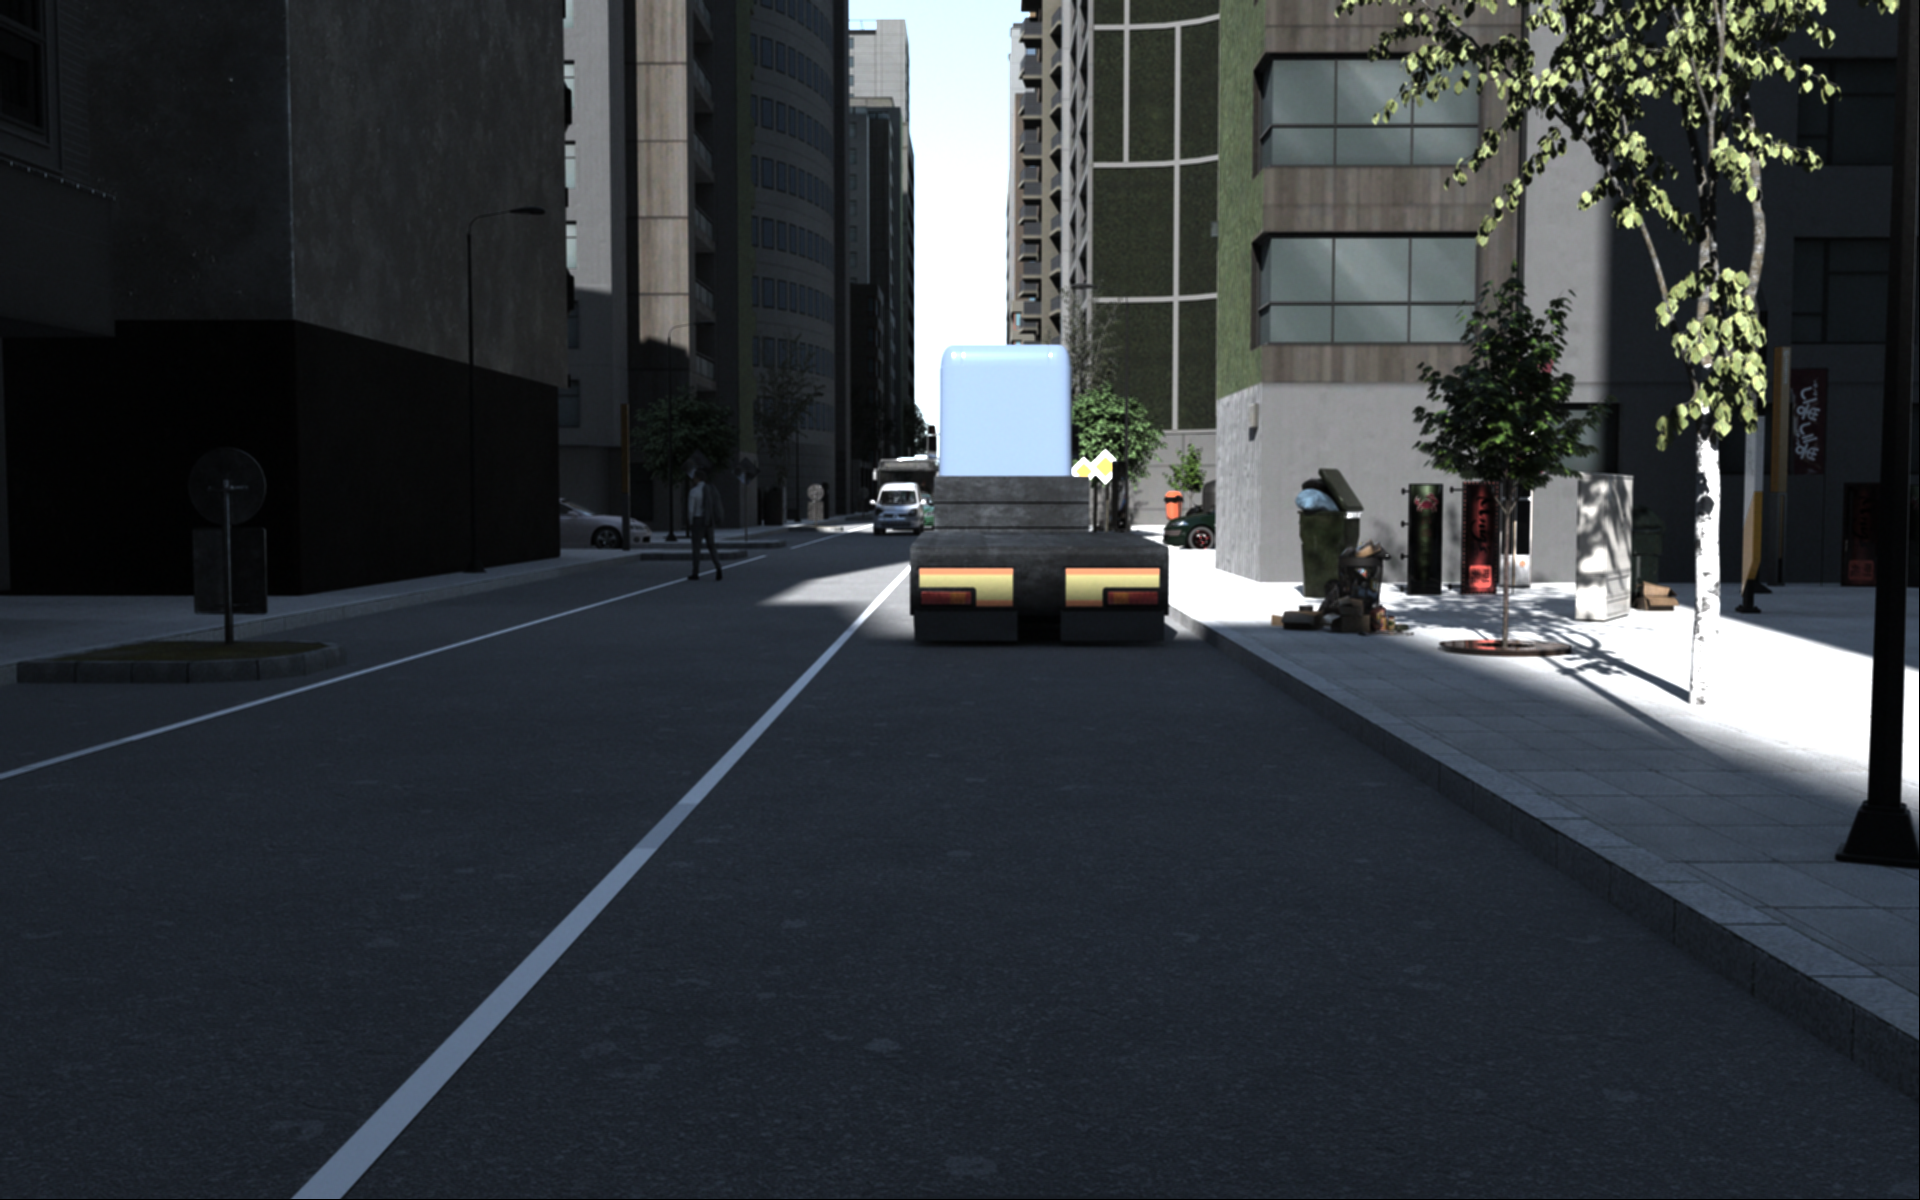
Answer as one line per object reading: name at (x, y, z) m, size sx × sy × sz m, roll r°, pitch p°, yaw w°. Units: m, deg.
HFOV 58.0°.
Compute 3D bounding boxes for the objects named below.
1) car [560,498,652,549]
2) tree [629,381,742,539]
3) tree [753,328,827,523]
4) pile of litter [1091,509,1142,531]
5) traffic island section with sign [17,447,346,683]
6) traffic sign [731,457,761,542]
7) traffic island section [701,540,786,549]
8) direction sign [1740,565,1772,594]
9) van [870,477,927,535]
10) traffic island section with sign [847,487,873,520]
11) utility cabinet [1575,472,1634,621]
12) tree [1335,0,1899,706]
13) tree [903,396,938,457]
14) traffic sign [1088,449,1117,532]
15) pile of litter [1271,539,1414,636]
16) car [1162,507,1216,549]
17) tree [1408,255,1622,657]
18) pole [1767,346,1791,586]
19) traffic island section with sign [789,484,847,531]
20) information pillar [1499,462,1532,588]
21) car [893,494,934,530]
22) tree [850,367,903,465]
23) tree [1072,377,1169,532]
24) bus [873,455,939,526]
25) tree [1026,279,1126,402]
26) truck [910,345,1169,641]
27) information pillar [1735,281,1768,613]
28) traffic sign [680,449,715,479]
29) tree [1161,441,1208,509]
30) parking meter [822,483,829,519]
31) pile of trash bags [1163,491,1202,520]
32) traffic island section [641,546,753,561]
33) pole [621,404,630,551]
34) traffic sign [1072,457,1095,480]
car at (-10.197, -1.911, 43.608) m, size 4.827 × 1.381 × 2.083 m, roll 0°, pitch 4°, yaw -1°
tree at (-8.041, -4.086, 50.512) m, size 4.285 × 4.588 × 4.351 m, roll 0°, pitch 3°, yaw 0°
tree at (-7.921, -7.672, 75.802) m, size 4.360 × 8.622 × 3.978 m, roll 0°, pitch 3°, yaw 0°
pile of litter at (5.446, -2.823, 60.122) m, size 1.719 × 0.858 × 1.176 m, roll 1°, pitch 4°, yaw 15°
traffic island section with sign at (-6.161, -0.333, 14.069) m, size 1.989 × 1.847 × 2.006 m, roll 0°, pitch 4°, yaw 1°
traffic sign at (-5.769, -2.633, 46.699) m, size 0.795 × 2.450 × 0.064 m, roll 0°, pitch 4°, yaw 1°
traffic island section at (-5.793, -1.497, 46.761) m, size 2.009 × 0.180 × 2.903 m, roll 0°, pitch 4°, yaw 1°
direction sign at (10.347, -1.860, 22.405) m, size 0.379 × 3.537 × 0.876 m, roll 2°, pitch 4°, yaw 26°
van at (-2.163, -3.343, 61.676) m, size 2.013 × 2.044 × 4.112 m, roll 0°, pitch 4°, yaw 1°
traffic island section with sign at (-5.266, -5.300, 95.282) m, size 1.989 × 1.847 × 2.006 m, roll 0°, pitch 4°, yaw 1°
utility cabinet at (6.640, -0.558, 17.801) m, size 0.318 × 1.500 × 1.173 m, roll 2°, pitch 4°, yaw 33°
tree at (4.301, -3.667, 10.313) m, size 4.737 × 8.622 × 4.395 m, roll 0°, pitch 3°, yaw 0°
tree at (-6.747, -17.204, 198.291) m, size 9.611 × 12.733 × 9.660 m, roll 0°, pitch 3°, yaw 0°
traffic sign at (3.235, -2.138, 38.592) m, size 0.795 × 2.450 × 0.064 m, roll 0°, pitch 4°, yaw 1°
pile of litter at (3.614, -0.151, 16.429) m, size 1.176 × 0.858 × 1.719 m, roll 0°, pitch 4°, yaw -6°
car at (7.129, -2.029, 42.953) m, size 4.222 × 1.686 × 2.009 m, roll 0°, pitch 4°, yaw 2°
tree at (4.588, -1.193, 14.103) m, size 1.663 × 3.219 × 1.824 m, roll 0°, pitch 3°, yaw 0°
pole at (11.389, -1.849, 24.075) m, size 0.158 × 3.312 × 0.155 m, roll 0°, pitch 3°, yaw 0°
traffic island section with sign at (-5.570, -3.588, 67.284) m, size 1.989 × 1.847 × 2.006 m, roll 0°, pitch 4°, yaw 1°
information pillar at (7.596, -1.172, 23.654) m, size 0.304 × 2.012 × 0.304 m, roll -1°, pitch 4°, yaw -23°
car at (-1.785, -3.548, 69.816) m, size 2.131 × 1.459 × 4.920 m, roll 0°, pitch 4°, yaw -1°
tree at (-8.067, -11.212, 117.721) m, size 8.767 × 10.594 × 7.601 m, roll 0°, pitch 4°, yaw -6°
tree at (4.160, -4.216, 52.639) m, size 4.285 × 4.588 × 4.351 m, roll 0°, pitch 3°, yaw 0°
bus at (-2.225, -5.306, 81.618) m, size 2.948 × 3.499 × 13.247 m, roll 0°, pitch 4°, yaw 1°
tree at (3.888, -6.674, 59.480) m, size 4.360 × 8.622 × 3.978 m, roll 0°, pitch 3°, yaw 0°
truck at (0.793, -2.183, 25.458) m, size 2.967 × 4.110 × 18.799 m, roll 0°, pitch 4°, yaw 0°
information pillar at (8.527, -1.666, 18.590) m, size 0.183 × 3.616 × 0.504 m, roll 1°, pitch 4°, yaw 12°
traffic sign at (-5.858, -2.145, 38.714) m, size 0.795 × 2.450 × 0.064 m, roll 0°, pitch 4°, yaw 1°
tree at (8.156, -4.041, 60.672) m, size 1.663 × 3.219 × 1.824 m, roll 0°, pitch 3°, yaw 0°
parking meter at (-6.834, -5.033, 87.997) m, size 0.255 × 1.863 × 0.399 m, roll 1°, pitch 4°, yaw 14°
pile of trash bags at (7.877, -2.796, 55.464) m, size 3.447 × 1.369 × 1.912 m, roll -3°, pitch 4°, yaw -37°
traffic island section at (-5.882, -1.009, 38.776) m, size 2.009 × 0.180 × 2.903 m, roll 0°, pitch 4°, yaw 1°
pole at (-7.592, -2.782, 39.322) m, size 0.158 × 3.312 × 0.155 m, roll 0°, pitch 3°, yaw 0°
traffic sign at (3.324, -2.626, 46.577) m, size 0.795 × 2.450 × 0.064 m, roll 0°, pitch 4°, yaw 1°
